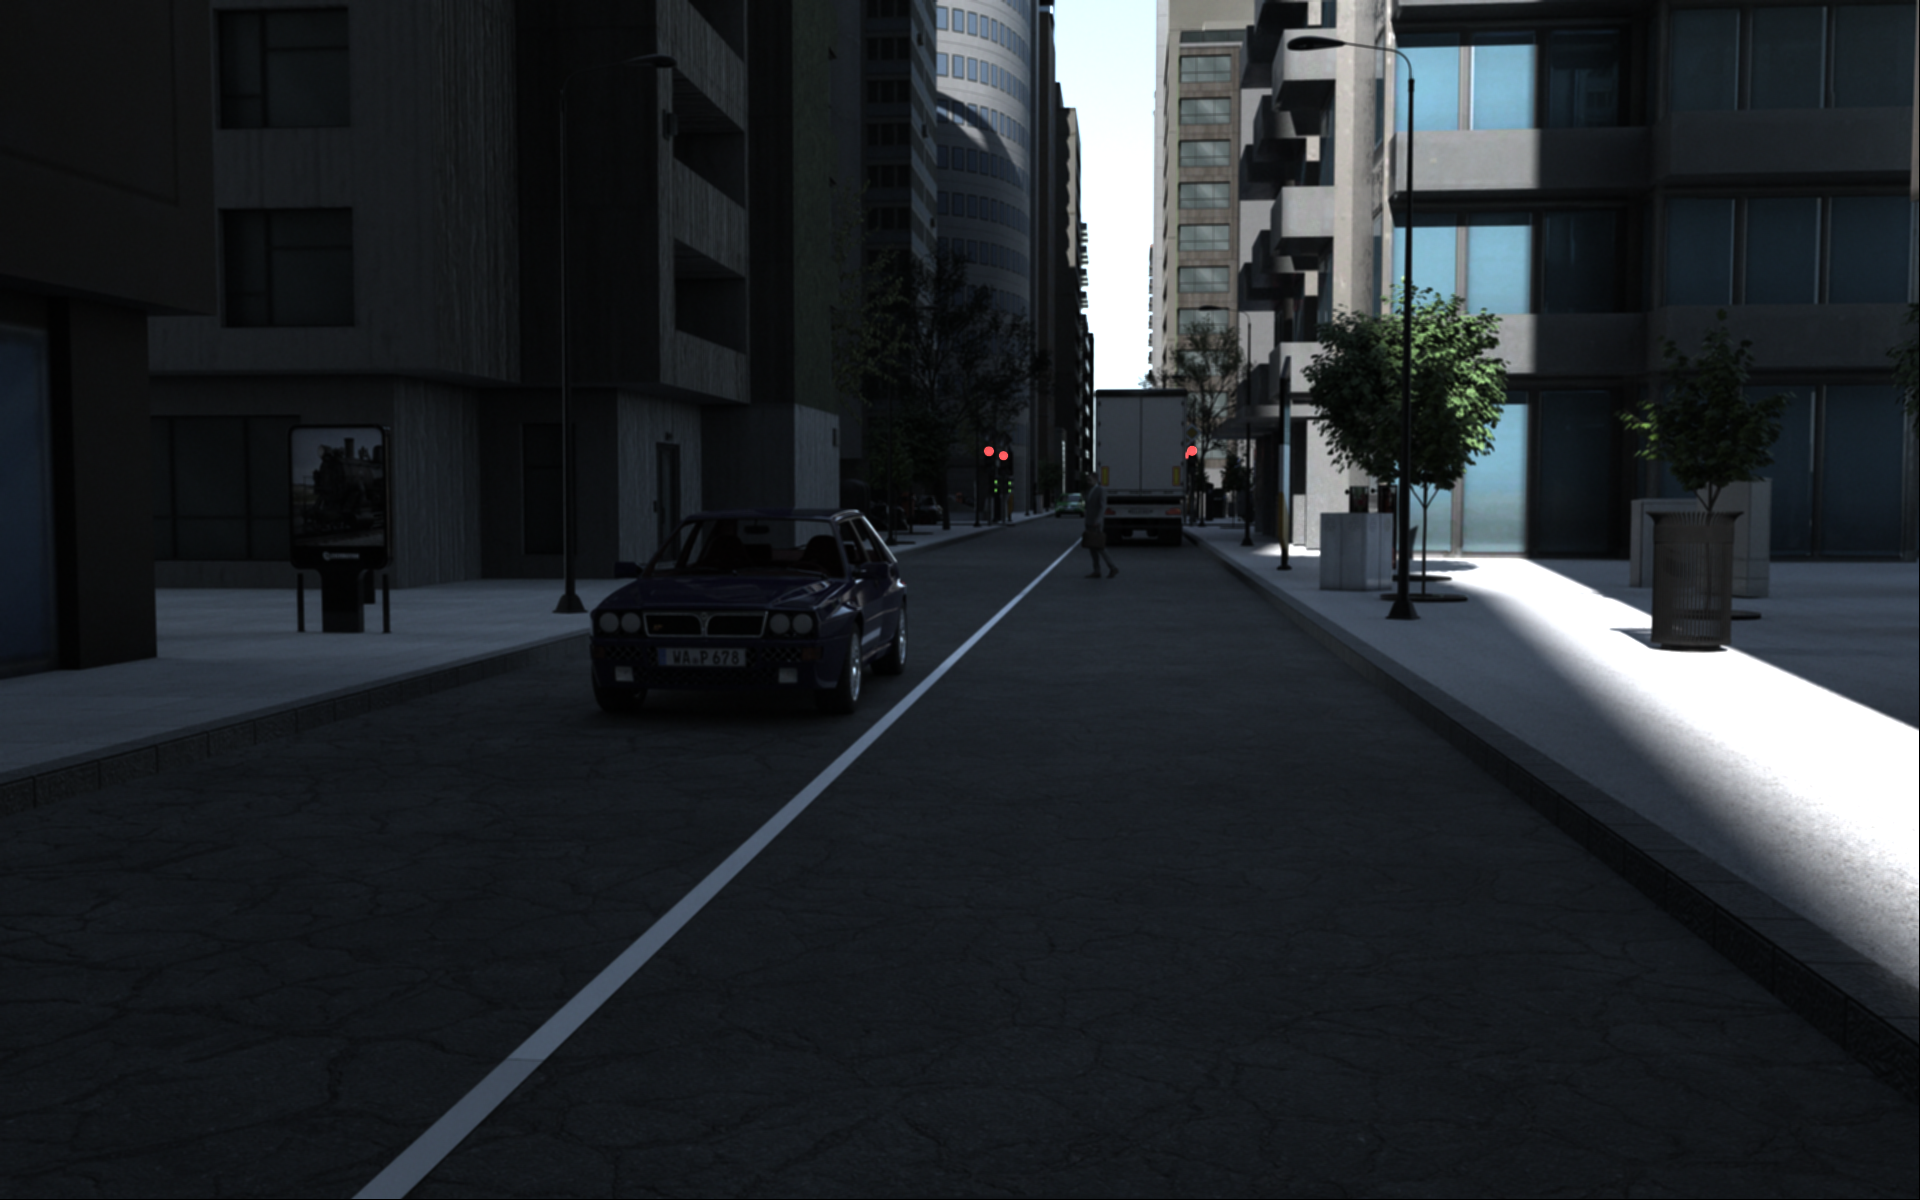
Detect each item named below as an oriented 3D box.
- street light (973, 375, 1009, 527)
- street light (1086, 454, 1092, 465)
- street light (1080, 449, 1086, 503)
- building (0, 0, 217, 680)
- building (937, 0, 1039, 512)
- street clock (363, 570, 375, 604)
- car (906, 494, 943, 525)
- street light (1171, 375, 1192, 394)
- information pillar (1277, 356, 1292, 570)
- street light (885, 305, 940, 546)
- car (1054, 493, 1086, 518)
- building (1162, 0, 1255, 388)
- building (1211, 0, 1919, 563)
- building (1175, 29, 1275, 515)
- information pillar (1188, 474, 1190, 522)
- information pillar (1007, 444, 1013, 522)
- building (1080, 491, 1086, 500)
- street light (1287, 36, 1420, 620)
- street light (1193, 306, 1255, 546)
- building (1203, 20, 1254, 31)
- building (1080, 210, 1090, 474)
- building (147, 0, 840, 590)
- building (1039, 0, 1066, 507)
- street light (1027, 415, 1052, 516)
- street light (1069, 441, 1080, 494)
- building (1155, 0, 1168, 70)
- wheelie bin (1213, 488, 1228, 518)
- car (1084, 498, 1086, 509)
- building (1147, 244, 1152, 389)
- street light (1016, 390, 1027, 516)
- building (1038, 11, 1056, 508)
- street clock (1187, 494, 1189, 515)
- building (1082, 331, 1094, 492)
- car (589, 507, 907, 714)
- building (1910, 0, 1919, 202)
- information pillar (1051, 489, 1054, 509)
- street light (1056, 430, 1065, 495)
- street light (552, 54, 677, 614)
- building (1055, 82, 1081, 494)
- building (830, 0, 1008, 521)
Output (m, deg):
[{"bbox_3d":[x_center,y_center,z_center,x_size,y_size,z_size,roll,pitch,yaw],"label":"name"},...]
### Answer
[{"bbox_3d":[1.217,-5.800,67.377,1.470,5.913,1.316,0,4,6],"label":"street light"},{"bbox_3d":[14.374,-14.059,202.406,1.470,5.913,1.316,0,4,6],"label":"street light"},{"bbox_3d":[11.917,-12.543,177.625,1.470,5.913,1.316,0,4,6],"label":"street light"},{"bbox_3d":[-13.481,-21.780,6.210,14.600,45.320,14.200,0,4,6],"label":"building"},{"bbox_3d":[-5.496,-35.708,125.827,21.231,58.520,28.212,0,4,6],"label":"building"},{"bbox_3d":[-6.948,-0.956,20.208,0.471,2.002,0.358,-1,4,-13],"label":"street clock"},{"bbox_3d":[-2.730,-3.846,72.663,4.222,1.686,2.009,0,4,6],"label":"car"},{"bbox_3d":[8.919,-5.811,67.553,1.470,5.913,1.316,0,4,6],"label":"street light"},{"bbox_3d":[5.468,-2.313,29.180,0.183,3.616,0.504,1,4,23],"label":"information pillar"},{"bbox_3d":[-1.188,-4.295,42.758,1.470,5.913,1.316,0,4,6],"label":"street light"},{"bbox_3d":[6.802,-5.988,106.706,1.959,1.807,4.718,0,4,5],"label":"car"},{"bbox_3d":[29.932,-32.950,162.441,21.300,48.544,21.600,0,4,6],"label":"building"},{"bbox_3d":[19.082,-26.014,44.930,23.786,49.044,30.456,0,4,6],"label":"building"},{"bbox_3d":[20.900,-20.780,111.462,14.160,30.474,14.107,0,4,6],"label":"building"},{"bbox_3d":[10.772,-5.461,80.640,0.183,3.616,0.504,-1,4,-16],"label":"information pillar"},{"bbox_3d":[2.317,-5.409,79.787,0.183,3.616,0.504,-1,4,-18],"label":"information pillar"},{"bbox_3d":[1.982,-34.098,249.380,32.217,40.220,23.993,0,4,6],"label":"building"},{"bbox_3d":[4.021,-2.762,17.707,1.470,5.913,1.316,0,4,6],"label":"street light"},{"bbox_3d":[6.578,-4.296,42.788,1.470,5.913,1.316,0,4,6],"label":"street light"},{"bbox_3d":[31.176,-27.242,137.291,32.217,40.220,23.993,0,4,6],"label":"building"},{"bbox_3d":[9.274,-40.159,276.203,23.786,49.044,30.456,0,4,6],"label":"building"},{"bbox_3d":[-10.125,-15.710,28.553,14.160,30.474,14.107,0,4,6],"label":"building"},{"bbox_3d":[0.290,-53.141,181.519,22.319,86.520,31.000,0,4,6],"label":"building"},{"bbox_3d":[4.488,-7.885,101.466,1.470,5.913,1.316,0,4,6],"label":"street light"},{"bbox_3d":[9.616,-11.044,153.115,1.470,5.913,1.316,0,4,6],"label":"street light"},{"bbox_3d":[31.511,-39.452,187.042,21.231,58.520,28.212,0,4,6],"label":"building"},{"bbox_3d":[13.800,-5.153,92.157,0.980,1.594,0.693,2,4,32],"label":"wheelie bin"},{"bbox_3d":[13.018,-9.511,167.510,2.014,1.417,4.499,0,4,8],"label":"car"},{"bbox_3d":[42.874,-39.086,293.683,22.147,44.769,28.867,0,4,6],"label":"building"},{"bbox_3d":[2.091,-6.385,76.928,1.470,5.913,1.316,0,4,6],"label":"street light"},{"bbox_3d":[1.577,-31.185,159.986,14.600,45.320,14.200,0,4,6],"label":"building"},{"bbox_3d":[13.831,-6.122,104.662,0.471,2.002,0.358,2,4,34],"label":"street clock"},{"bbox_3d":[15.969,-32.246,298.923,14.160,30.474,14.107,0,4,6],"label":"building"},{"bbox_3d":[-1.415,0.000,12.581,1.945,1.354,3.894,0,4,5],"label":"car"},{"bbox_3d":[40.879,-22.735,55.310,14.086,41.232,14.154,0,4,6],"label":"building"},{"bbox_3d":[8.132,-9.032,152.170,0.304,2.012,0.304,0,4,-5],"label":"information pillar"},{"bbox_3d":[6.915,-9.417,126.503,1.470,5.913,1.316,0,4,6],"label":"street light"},{"bbox_3d":[-3.684,-2.812,18.517,1.470,5.913,1.316,0,4,6],"label":"street light"},{"bbox_3d":[3.563,-35.782,208.735,21.300,48.544,21.600,0,4,6],"label":"building"},{"bbox_3d":[-14.060,-24.303,89.242,32.217,40.220,23.993,0,4,6],"label":"building"}]
